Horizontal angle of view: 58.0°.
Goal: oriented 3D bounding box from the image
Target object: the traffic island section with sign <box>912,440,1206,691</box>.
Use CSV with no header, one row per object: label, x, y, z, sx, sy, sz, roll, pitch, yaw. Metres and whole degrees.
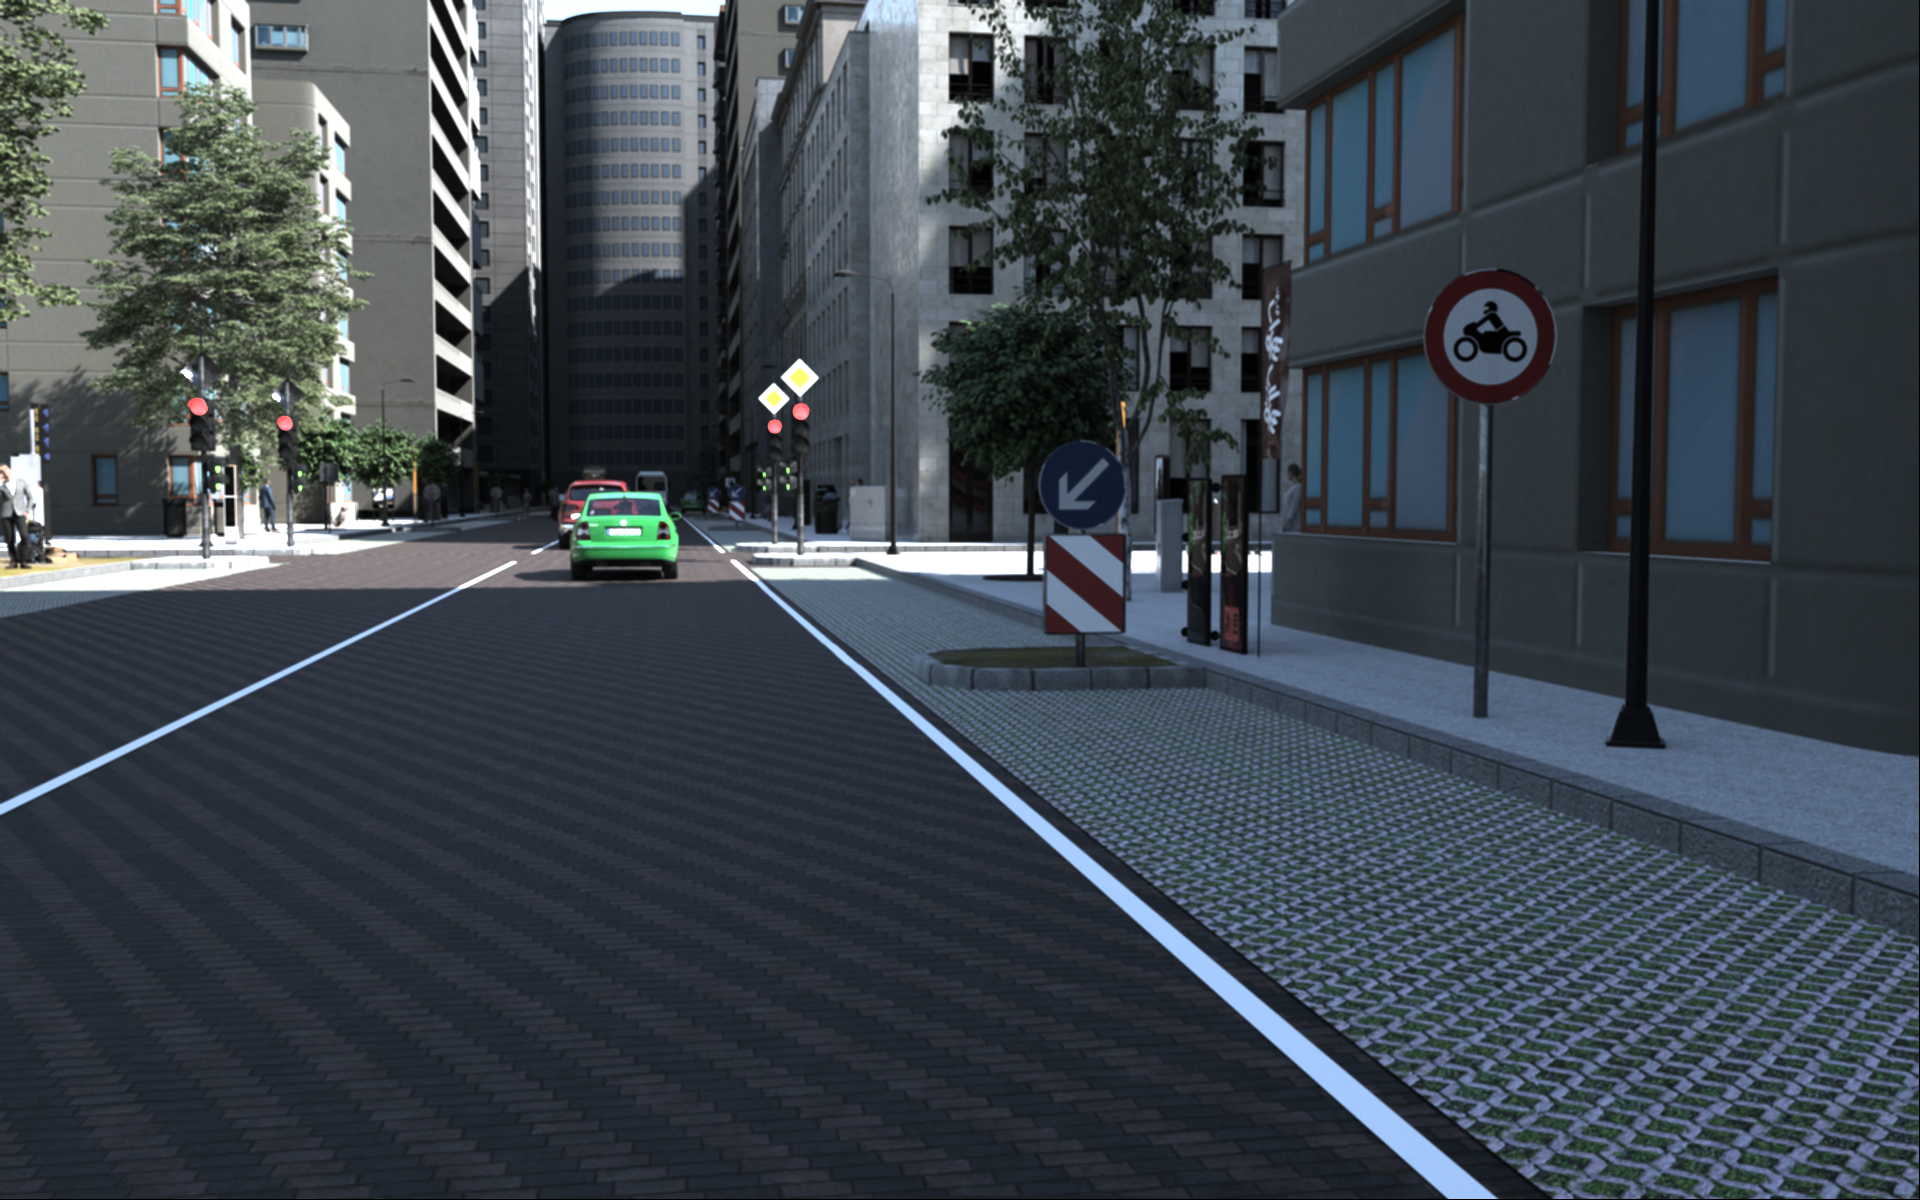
traffic island section with sign,0.669,-0.298,13.500,1.989,1.847,2.006,-1,4,-10

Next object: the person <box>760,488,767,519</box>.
person,-9.966,-5.032,88.335,0.581,1.822,0.654,1,4,18

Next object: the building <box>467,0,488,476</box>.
building,-49.660,-32.798,125.488,28.713,52.752,27.495,-1,4,-10

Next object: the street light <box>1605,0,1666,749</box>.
street light,2.929,-2.207,8.621,1.470,5.913,1.316,-1,4,-10

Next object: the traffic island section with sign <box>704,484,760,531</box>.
traffic island section with sign,-8.942,-3.647,68.251,1.989,1.847,2.006,-1,4,-10

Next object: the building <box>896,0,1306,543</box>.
building,6.313,-12.032,51.468,16.860,20.320,10.420,-1,4,-10

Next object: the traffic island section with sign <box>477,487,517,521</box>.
traffic island section with sign,-24.940,-5.180,93.321,1.989,1.847,2.006,-1,4,-10

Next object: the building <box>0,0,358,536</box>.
building,-39.757,-13.461,65.125,27.650,21.520,28.899,-1,4,-10

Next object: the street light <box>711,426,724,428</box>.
street light,-16.220,-8.876,117.661,1.470,5.913,1.316,-1,4,-10

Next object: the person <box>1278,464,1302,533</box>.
person,4.965,-1.152,25.633,0.760,1.731,0.466,-2,4,-29

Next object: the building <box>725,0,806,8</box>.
building,-6.683,-31.114,132.420,21.300,48.544,21.600,-1,4,-10

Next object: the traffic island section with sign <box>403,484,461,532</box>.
traffic island section with sign,-20.188,-3.527,66.294,1.989,1.847,2.006,-1,4,-10

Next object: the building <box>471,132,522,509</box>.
building,-55.596,-28.079,150.980,32.217,40.220,23.993,-1,4,-10

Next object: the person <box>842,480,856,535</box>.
person,-3.444,-2.932,54.661,0.598,1.740,0.731,-2,4,-27

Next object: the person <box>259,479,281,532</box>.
person,-23.161,-3.168,58.018,0.721,1.800,0.419,2,4,25

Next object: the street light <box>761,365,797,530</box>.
street light,-6.456,-5.494,62.371,1.470,5.913,1.316,-1,4,-10

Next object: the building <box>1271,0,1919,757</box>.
building,19.175,-9.758,4.589,27.650,21.520,28.899,-1,4,-10

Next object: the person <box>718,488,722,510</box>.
person,-18.958,-7.885,135.487,0.750,1.759,0.617,-1,4,-11

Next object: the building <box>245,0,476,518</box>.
building,-40.960,-29.249,101.927,21.300,48.544,21.600,-1,4,-10

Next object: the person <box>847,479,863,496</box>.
person,-3.202,-2.876,53.638,0.480,1.755,0.524,2,4,28

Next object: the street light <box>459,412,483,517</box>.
street light,-27.480,-7.638,97.427,1.470,5.913,1.316,-1,4,-10

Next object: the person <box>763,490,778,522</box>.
person,-8.836,-4.542,80.665,0.716,1.782,0.532,-3,5,-42

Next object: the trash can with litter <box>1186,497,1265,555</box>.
trash can with litter,5.626,-1.559,36.551,2.233,1.210,1.678,2,4,26

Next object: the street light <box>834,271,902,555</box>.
street light,-1.936,-3.898,36.269,1.470,5.913,1.316,-1,4,-10

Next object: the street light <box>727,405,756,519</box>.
street light,-11.336,-7.185,90.016,1.470,5.913,1.316,-1,4,-10

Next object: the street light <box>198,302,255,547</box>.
street light,-17.722,-4.240,41.867,1.470,5.913,1.316,-1,4,-10

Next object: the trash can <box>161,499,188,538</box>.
trash can,-23.182,-2.415,51.139,0.748,1.137,0.748,0,3,0

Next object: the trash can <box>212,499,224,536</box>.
trash can,-22.401,-2.515,52.768,0.748,1.137,0.748,0,3,0

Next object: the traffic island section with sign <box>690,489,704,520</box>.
traffic island section with sign,-13.702,-5.302,95.323,1.989,1.847,2.006,-1,4,-10

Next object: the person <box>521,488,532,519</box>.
person,-24.636,-5.471,98.292,0.599,1.781,0.374,0,4,6

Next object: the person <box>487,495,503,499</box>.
person,-32.393,-6.972,120.758,1.217,1.736,0.721,1,4,13

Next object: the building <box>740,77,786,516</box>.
building,-7.207,-17.819,109.356,12.078,24.808,19.932,-1,4,-10

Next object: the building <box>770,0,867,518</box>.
building,-2.452,-17.739,87.292,12.463,27.353,25.104,-1,4,-10

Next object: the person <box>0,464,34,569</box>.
person,-16.287,-1.443,29.820,0.592,1.802,0.473,0,4,-7

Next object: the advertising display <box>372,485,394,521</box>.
advertising display,-27.139,-4.666,81.495,0.974,1.923,0.123,-1,4,-14

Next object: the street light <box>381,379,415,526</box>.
street light,-22.641,-5.947,69.774,1.470,5.913,1.316,-1,4,-10

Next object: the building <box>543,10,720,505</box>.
building,-35.548,-40.899,210.705,28.212,58.520,21.231,-1,4,-10

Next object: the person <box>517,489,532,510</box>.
person,-36.171,-8.395,144.011,1.217,1.735,0.721,-1,4,-21

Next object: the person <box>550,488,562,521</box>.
person,-21.307,-5.047,91.408,0.661,1.777,0.834,-1,4,-10

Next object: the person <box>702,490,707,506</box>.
person,-28.178,-11.322,191.870,0.721,1.735,1.217,3,4,38

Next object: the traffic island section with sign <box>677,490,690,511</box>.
traffic island section with sign,-27.127,-9.983,171.848,1.989,1.847,2.006,-1,4,-10

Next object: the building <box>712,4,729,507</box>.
building,-11.010,-30.748,157.349,22.147,44.769,28.867,-1,4,-10

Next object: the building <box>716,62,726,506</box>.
building,-14.439,-34.159,182.204,21.300,48.544,21.600,-1,4,-10

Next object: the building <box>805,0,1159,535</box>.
building,0.031,-12.940,66.314,10.420,20.320,16.860,-1,4,-10

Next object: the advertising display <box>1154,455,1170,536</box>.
advertising display,3.354,-1.440,28.754,0.123,1.923,0.974,0,4,-1

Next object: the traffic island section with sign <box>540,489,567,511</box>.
traffic island section with sign,-33.700,-8.233,143.236,1.989,1.847,2.006,-1,4,-10

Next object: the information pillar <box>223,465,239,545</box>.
information pillar,-18.458,-2.406,43.827,0.304,2.012,0.304,-1,4,-16

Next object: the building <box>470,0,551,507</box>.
building,-59.986,-46.930,205.560,20.611,71.187,20.563,-1,4,-10
